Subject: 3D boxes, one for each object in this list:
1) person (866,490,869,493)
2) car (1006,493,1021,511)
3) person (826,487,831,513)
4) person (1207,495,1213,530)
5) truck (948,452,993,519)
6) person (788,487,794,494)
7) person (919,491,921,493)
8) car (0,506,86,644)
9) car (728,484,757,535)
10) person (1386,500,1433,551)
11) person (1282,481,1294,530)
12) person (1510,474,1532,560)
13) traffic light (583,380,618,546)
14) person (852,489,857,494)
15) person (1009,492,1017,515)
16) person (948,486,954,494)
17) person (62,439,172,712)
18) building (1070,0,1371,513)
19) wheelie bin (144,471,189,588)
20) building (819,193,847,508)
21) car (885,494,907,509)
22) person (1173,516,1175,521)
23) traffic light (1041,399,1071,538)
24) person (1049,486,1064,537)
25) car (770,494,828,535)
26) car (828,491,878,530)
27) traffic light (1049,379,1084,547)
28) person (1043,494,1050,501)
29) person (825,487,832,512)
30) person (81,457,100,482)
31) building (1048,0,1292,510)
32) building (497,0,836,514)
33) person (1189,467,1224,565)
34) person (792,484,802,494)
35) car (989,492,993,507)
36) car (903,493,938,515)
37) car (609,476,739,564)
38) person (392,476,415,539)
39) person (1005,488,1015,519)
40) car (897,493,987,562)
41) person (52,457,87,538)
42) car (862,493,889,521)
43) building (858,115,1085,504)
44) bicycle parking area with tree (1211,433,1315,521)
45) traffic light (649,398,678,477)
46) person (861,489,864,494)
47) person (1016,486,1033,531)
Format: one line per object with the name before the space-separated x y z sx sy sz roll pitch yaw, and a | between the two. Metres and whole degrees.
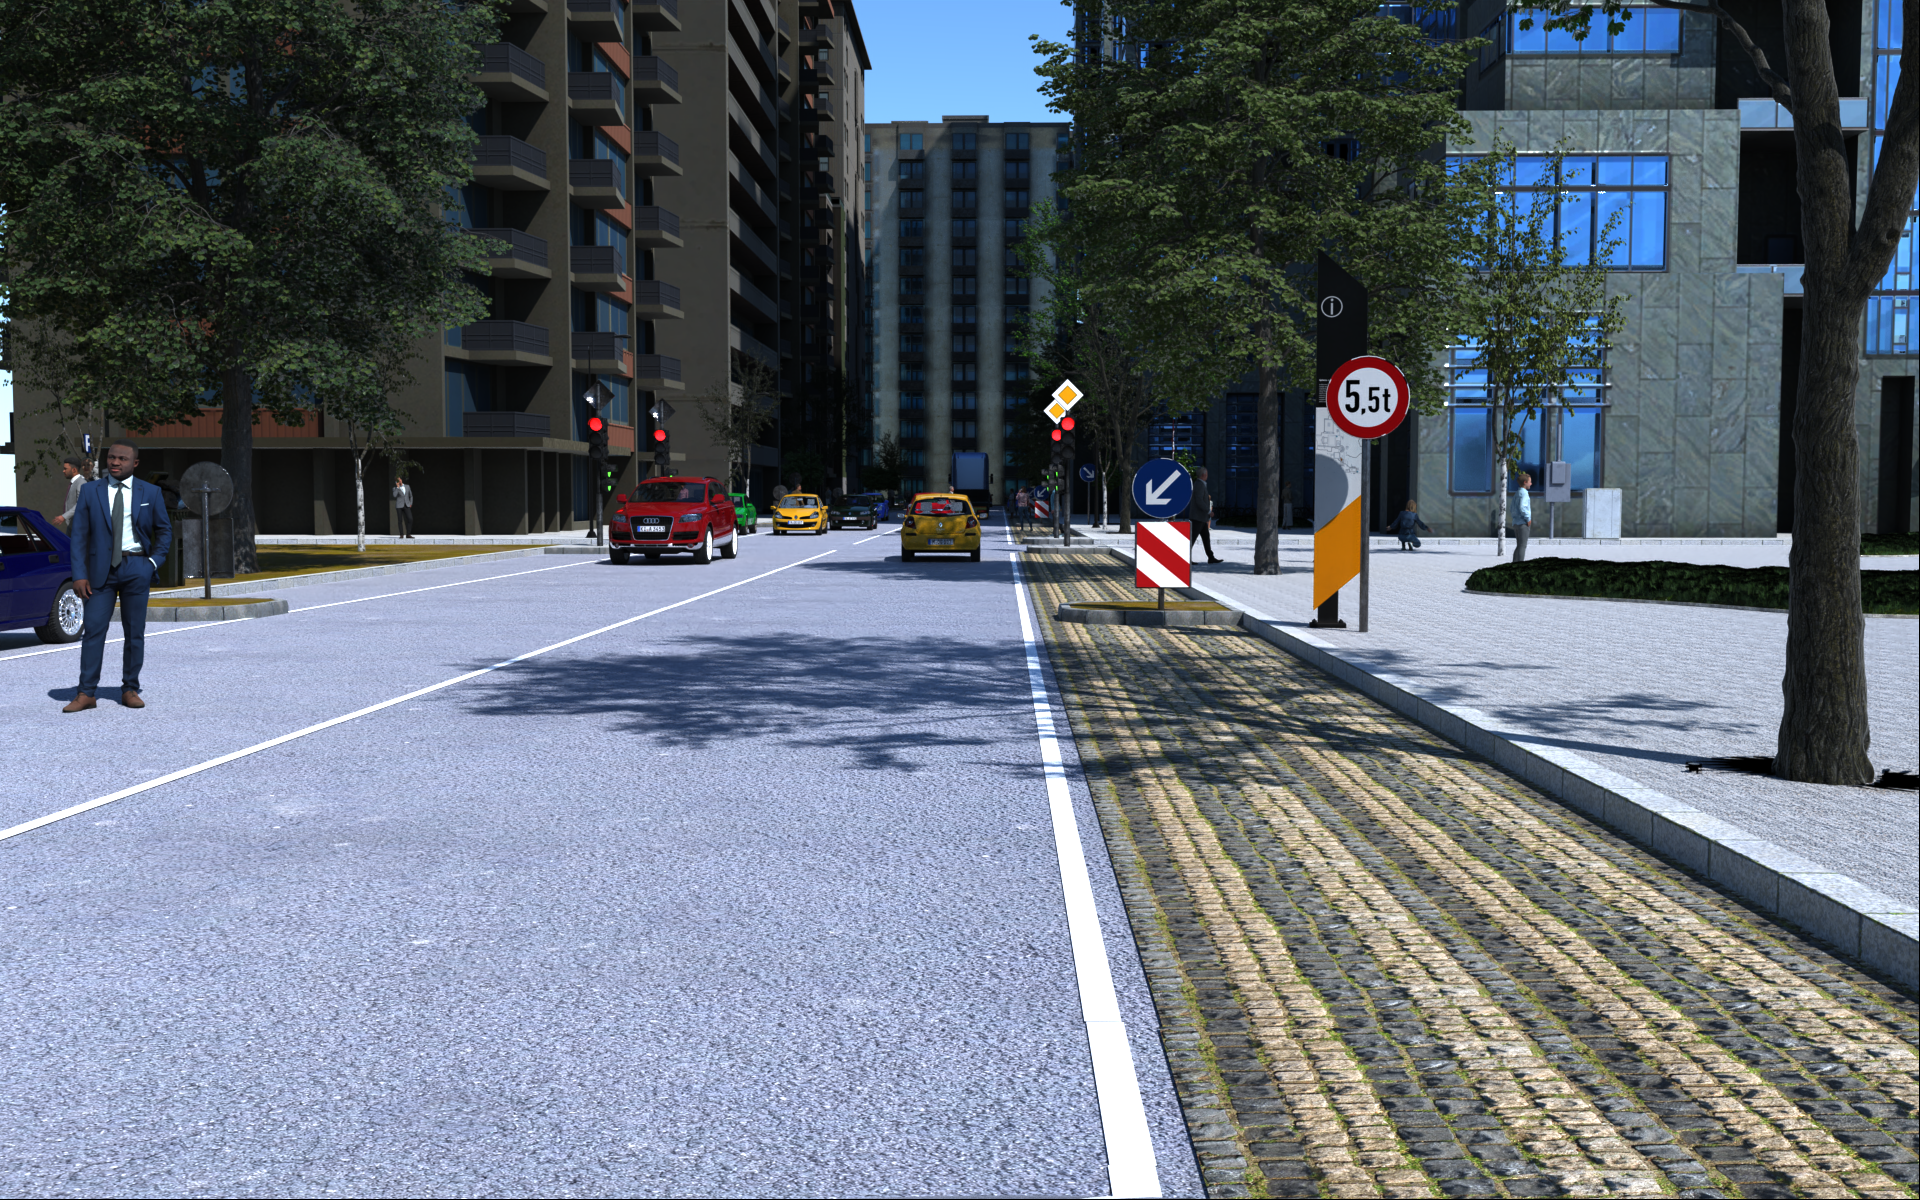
person | -9.477 -10.447 177.782 0.756 1.711 0.436 0 4 -4
car | 4.828 -8.295 145.211 1.945 1.707 3.694 0 4 0
person | -9.103 -6.918 119.700 0.362 1.759 0.519 -1 4 -9
person | 8.811 -3.096 61.342 0.332 1.250 0.352 1 4 9
truck | 0.540 -7.115 106.091 2.967 4.110 18.799 0 4 1
person | -12.089 -7.264 124.663 0.638 1.841 0.748 0 4 3
person | -4.362 -11.078 189.629 1.348 1.823 0.705 2 4 25
car | -9.411 -0.170 15.358 1.945 1.354 3.894 0 4 1
car | -8.290 -3.230 61.601 1.959 1.807 4.718 0 4 0
person | 10.178 -1.711 39.513 1.012 1.151 0.738 2 4 33
person | 11.850 -3.415 62.435 0.362 1.759 0.519 -2 4 -26
person | 8.939 -1.203 27.529 0.330 1.601 0.589 1 4 9
traffic light | -8.855 -3.281 42.571 0.839 4.253 0.868 0 4 1
person | -9.541 -9.153 156.363 0.621 1.740 0.551 3 5 45
person | 3.527 -6.523 115.498 0.623 1.781 0.721 1 4 16
person | -0.336 -4.065 75.363 0.834 1.777 0.661 -1 4 -8
person | -5.672 -0.181 11.635 0.721 1.800 0.419 -2 4 -32
building | 20.980 -51.233 150.330 22.319 86.520 31.000 0 4 1
wheelie bin | -11.048 -0.981 23.945 0.693 1.594 0.980 0 4 -5
building | -18.270 -23.856 161.739 14.160 30.474 14.107 0 4 1
car | -5.965 -9.299 161.816 2.009 1.686 4.222 0 4 1
person | 6.911 -3.074 56.641 0.444 1.785 0.601 3 4 39
traffic light | 2.790 -3.754 50.304 0.839 4.253 0.868 0 4 1
person | 3.241 -3.023 57.947 0.620 1.820 0.660 0 4 1
car | -5.638 -3.123 61.281 2.015 1.641 3.980 0 4 0
car | -4.267 -3.657 69.578 2.009 1.686 4.222 0 4 1
traffic light | 2.604 -3.266 42.321 0.839 4.253 0.868 0 4 1
person | 7.828 -9.266 158.271 1.217 1.736 0.721 1 4 17
person | -9.204 -7.011 120.853 0.466 1.800 0.511 0 4 3
person | -13.155 -1.232 26.064 0.818 1.842 0.514 0 4 7
building | 20.793 -53.166 181.942 22.319 86.520 31.000 0 4 1
building | -21.810 -29.681 139.912 22.147 44.769 28.867 0 4 1
person | 4.431 -1.532 31.482 0.834 1.777 0.661 0 4 -7
person | -6.689 -3.855 71.433 0.656 1.842 0.836 0 4 1
car | 2.530 -11.167 191.245 2.281 1.827 5.304 0 3 0
car | -1.097 -3.463 65.667 2.155 1.783 4.494 0 4 0
car | -6.044 -1.732 36.986 2.281 1.827 5.304 0 4 2
person | -16.042 -2.673 49.932 0.592 1.802 0.473 -1 4 -18
person | 2.855 -5.480 98.672 0.524 1.755 0.480 -1 4 -20
car | -0.400 -1.703 38.060 2.015 1.641 3.980 0 3 0
person | -12.306 -1.095 24.216 0.850 1.792 0.678 -3 4 -36
car | -4.728 -5.055 92.239 1.945 1.707 3.694 0 4 2
building | 0.660 -36.832 221.817 30.456 49.044 23.786 0 4 1
bicycle parking area with tree | 16.343 -5.929 83.937 9.016 4.147 8.231 0 4 3
traffic light | -8.668 -3.770 50.554 0.839 4.253 0.868 0 4 1
person | -8.478 -8.732 149.529 0.721 1.735 1.217 -2 4 -28
person | 2.494 -3.487 66.107 0.593 1.750 0.643 -2 4 -32
